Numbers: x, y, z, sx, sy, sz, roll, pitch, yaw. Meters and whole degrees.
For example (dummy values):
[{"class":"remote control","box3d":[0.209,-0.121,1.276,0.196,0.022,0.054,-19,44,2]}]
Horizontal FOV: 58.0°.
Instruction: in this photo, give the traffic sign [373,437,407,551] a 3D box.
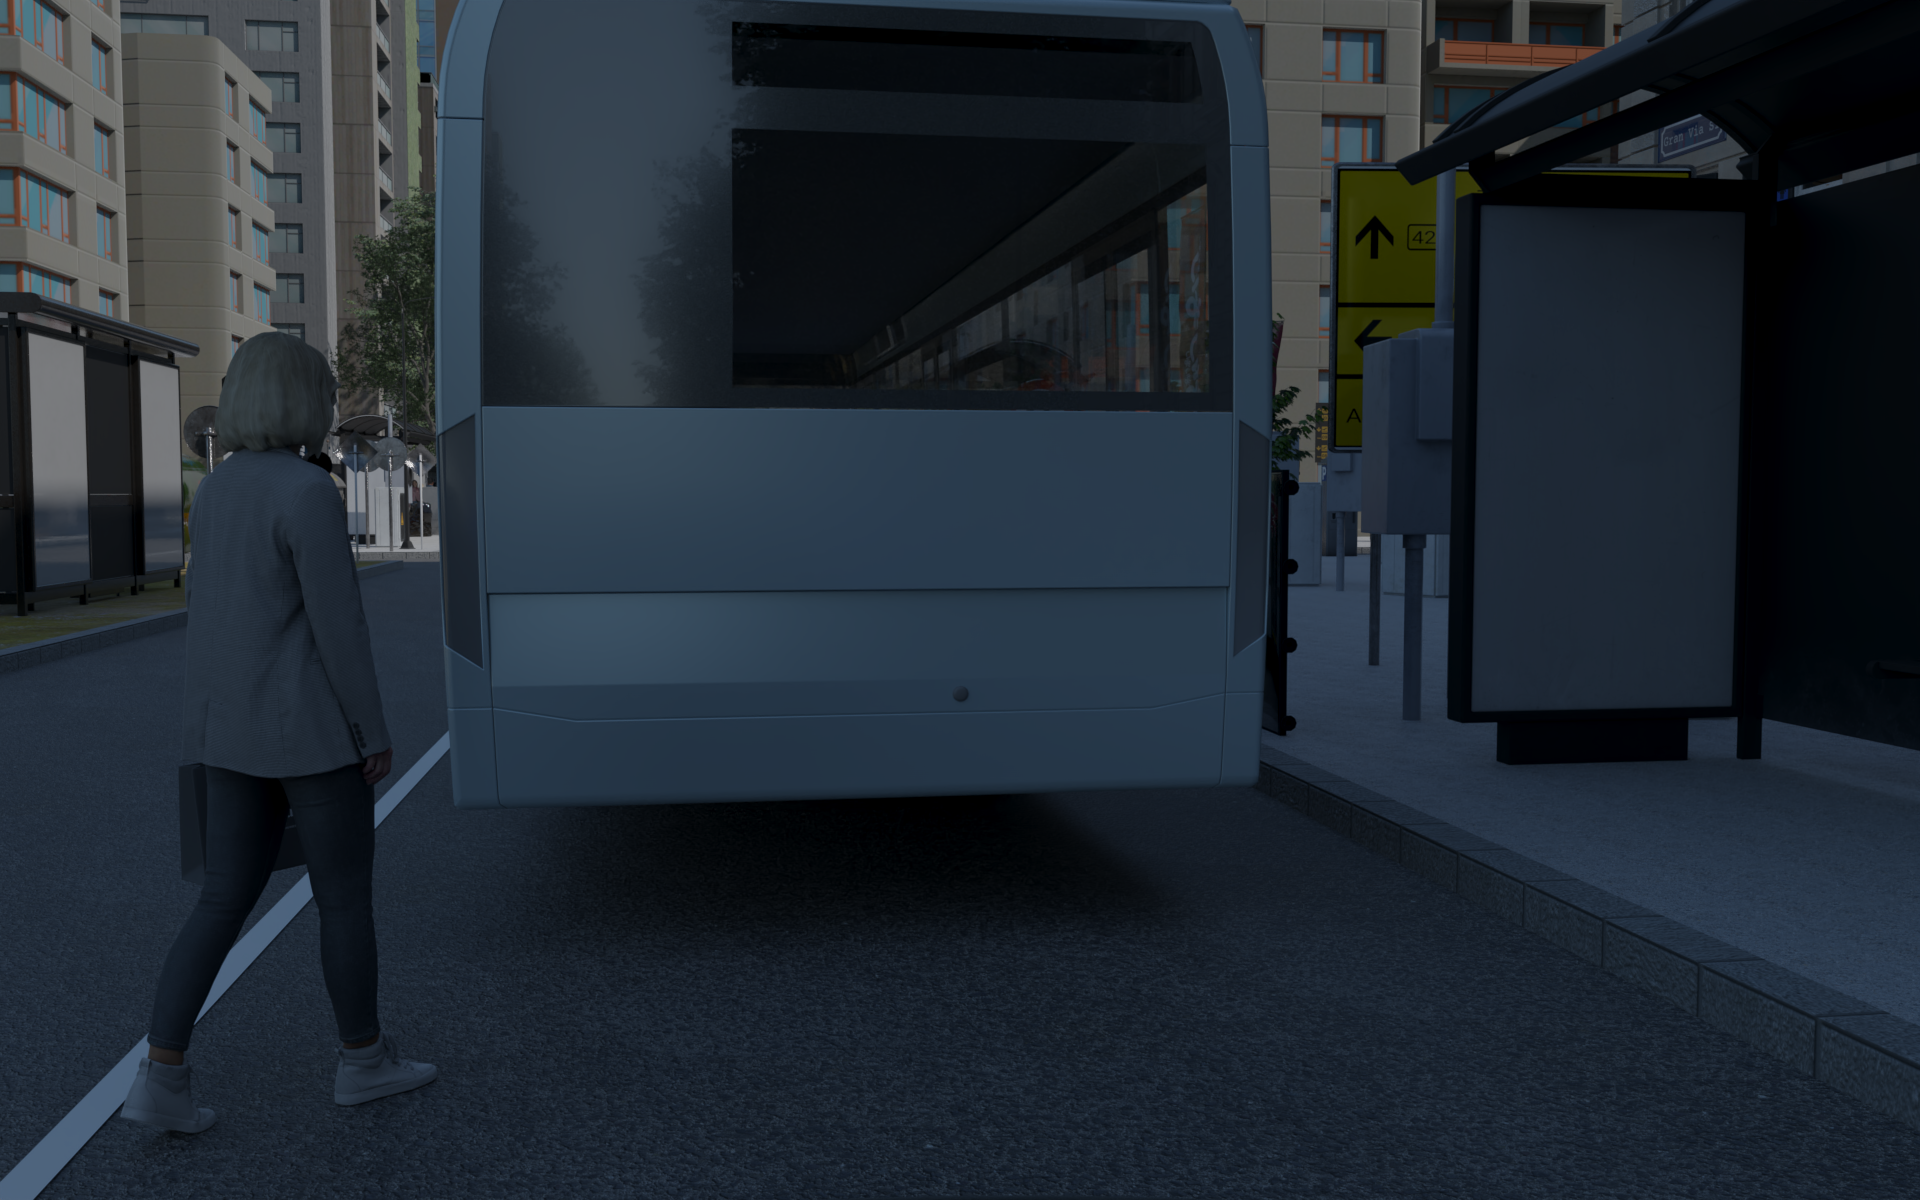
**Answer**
[{"class":"traffic sign","box3d":[-12.715,-2.358,38.656,0.768,2.556,0.104,0,4,0]}]

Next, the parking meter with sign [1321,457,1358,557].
[{"class":"parking meter with sign","box3d":[7.815,-2.414,35.735,1.738,3.016,0.543,0,4,-6]}]

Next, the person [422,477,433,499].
[{"class":"person","box3d":[-17.317,-3.088,56.522,0.794,1.824,0.713,3,4,37]}]

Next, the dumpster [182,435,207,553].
[{"class":"dumpster","box3d":[-12.926,-1.543,27.718,1.502,2.255,1.985,-1,4,-9]}]

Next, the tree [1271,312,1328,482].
[{"class":"tree","box3d":[2.581,-1.303,15.911,1.663,3.219,1.824,0,3,0]}]

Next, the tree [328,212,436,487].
[{"class":"tree","box3d":[-16.505,-7.401,55.412,8.767,10.594,7.601,0,4,8]}]

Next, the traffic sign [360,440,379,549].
[{"class":"traffic sign","box3d":[-13.935,-2.482,40.690,0.768,2.556,0.104,0,4,-5]}]

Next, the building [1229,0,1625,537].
[{"class":"building","box3d":[17.076,-13.522,66.127,28.899,21.520,27.650,-1,4,-9]}]

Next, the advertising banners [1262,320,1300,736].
[{"class":"advertising banners","box3d":[1.566,-0.846,10.024,0.090,3.025,2.074,-1,4,-9]}]

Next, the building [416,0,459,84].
[{"class":"building","box3d":[-44.052,-29.496,132.377,14.600,45.320,14.200,-1,4,-9]}]

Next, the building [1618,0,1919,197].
[{"class":"building","box3d":[17.142,-13.265,14.141,12.463,27.353,25.104,-1,4,-9]}]

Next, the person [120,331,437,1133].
[{"class":"person","box3d":[-1.625,0.286,4.000,0.709,1.800,0.728,3,4,36]}]

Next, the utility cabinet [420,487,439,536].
[{"class":"utility cabinet","box3d":[-16.172,-2.777,54.083,1.173,1.500,0.318,1,4,17]}]

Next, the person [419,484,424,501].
[{"class":"person","box3d":[-26.039,-4.728,83.526,0.709,1.800,0.728,1,4,14]}]

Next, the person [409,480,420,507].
[{"class":"person","box3d":[-20.529,-3.621,65.260,0.388,1.821,0.555,3,5,43]}]

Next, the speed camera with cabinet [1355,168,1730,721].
[{"class":"speed camera with cabinet","box3d":[3.393,-0.957,9.975,2.038,3.252,0.660,0,4,-3]}]

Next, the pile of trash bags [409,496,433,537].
[{"class":"pile of trash bags","box3d":[-16.756,-2.565,51.694,1.912,1.369,3.447,-1,4,-12]}]

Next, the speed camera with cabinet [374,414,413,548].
[{"class":"speed camera with cabinet","box3d":[-13.874,-2.943,42.453,0.660,3.252,2.038,-1,4,-8]}]

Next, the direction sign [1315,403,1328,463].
[{"class":"direction sign","box3d":[9.231,-3.118,42.978,0.876,3.537,0.379,0,4,-7]}]

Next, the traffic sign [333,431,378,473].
[{"class":"traffic sign","box3d":[-11.134,-1.817,31.903,0.795,2.593,0.064,-1,4,-9]}]

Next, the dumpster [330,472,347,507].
[{"class":"dumpster","box3d":[-14.874,-2.077,39.715,1.264,1.857,1.865,-1,4,-9]}]

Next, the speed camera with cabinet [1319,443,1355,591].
[{"class":"speed camera with cabinet","box3d":[5.599,-1.704,22.203,0.660,3.252,2.038,-2,4,-29]}]

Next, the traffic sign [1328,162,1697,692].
[{"class":"traffic sign","box3d":[3.407,-1.034,10.775,2.265,3.308,0.079,0,4,-2]}]

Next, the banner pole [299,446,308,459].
[{"class":"banner pole","box3d":[-15.999,-3.154,41.587,0.863,3.779,0.401,-1,4,-10]}]

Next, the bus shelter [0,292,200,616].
[{"class":"bus shelter","box3d":[-10.815,-2.549,19.312,2.179,5.291,8.768,-1,4,-9]}]

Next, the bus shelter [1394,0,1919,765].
[{"class":"bus shelter","box3d":[3.503,-0.724,5.765,2.014,3.302,5.546,-1,4,-9]}]

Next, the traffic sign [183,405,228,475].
[{"class":"traffic sign","box3d":[-10.770,-1.516,24.896,0.768,2.556,0.104,0,4,-1]}]

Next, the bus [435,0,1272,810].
[{"class":"bus","box3d":[-1.375,-1.035,11.787,2.948,3.499,13.247,-1,4,-10]}]

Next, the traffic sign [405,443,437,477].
[{"class":"traffic sign","box3d":[-12.393,-2.300,39.789,0.795,2.593,0.064,-1,4,-9]}]

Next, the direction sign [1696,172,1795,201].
[{"class":"direction sign","box3d":[5.389,-1.237,12.223,0.379,3.537,0.876,-3,5,-41]}]

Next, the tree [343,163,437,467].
[{"class":"tree","box3d":[-17.470,-9.639,64.250,9.857,13.997,8.962,0,3,0]}]

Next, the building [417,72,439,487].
[{"class":"building","box3d":[-41.644,-21.199,118.311,14.160,30.474,14.107,-1,4,-9]}]

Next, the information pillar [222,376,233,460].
[{"class":"information pillar","box3d":[-12.147,-2.316,29.215,0.504,3.616,0.183,-1,4,-9]}]

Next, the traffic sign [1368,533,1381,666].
[{"class":"traffic sign","box3d":[3.105,-0.783,12.911,0.768,2.556,0.104,-1,4,-9]}]

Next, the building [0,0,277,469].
[{"class":"building","box3d":[-40.811,-13.029,58.070,27.650,21.520,28.899,-1,4,-9]}]

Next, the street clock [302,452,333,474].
[{"class":"street clock","box3d":[-10.937,-1.523,29.478,0.358,2.002,0.471,3,5,43]}]

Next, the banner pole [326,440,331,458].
[{"class":"banner pole","box3d":[-29.258,-5.526,80.371,0.401,3.779,0.863,-1,4,-9]}]

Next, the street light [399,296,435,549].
[{"class":"street light","box3d":[-12.376,-4.148,40.365,1.470,5.913,1.316,-1,4,-9]}]

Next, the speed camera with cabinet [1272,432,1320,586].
[{"class":"speed camera with cabinet","box3d":[4.709,-1.871,24.932,0.660,3.252,2.038,0,4,-2]}]

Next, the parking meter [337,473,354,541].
[{"class":"parking meter","box3d":[-16.978,-2.580,47.892,0.399,1.863,0.255,0,4,-1]}]

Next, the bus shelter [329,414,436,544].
[{"class":"bus shelter","box3d":[-15.374,-3.224,46.640,2.014,3.302,5.546,-1,4,-9]}]

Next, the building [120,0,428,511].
[{"class":"building","box3d":[-37.528,-25.103,94.034,14.154,41.232,14.086,-1,4,-9]}]
